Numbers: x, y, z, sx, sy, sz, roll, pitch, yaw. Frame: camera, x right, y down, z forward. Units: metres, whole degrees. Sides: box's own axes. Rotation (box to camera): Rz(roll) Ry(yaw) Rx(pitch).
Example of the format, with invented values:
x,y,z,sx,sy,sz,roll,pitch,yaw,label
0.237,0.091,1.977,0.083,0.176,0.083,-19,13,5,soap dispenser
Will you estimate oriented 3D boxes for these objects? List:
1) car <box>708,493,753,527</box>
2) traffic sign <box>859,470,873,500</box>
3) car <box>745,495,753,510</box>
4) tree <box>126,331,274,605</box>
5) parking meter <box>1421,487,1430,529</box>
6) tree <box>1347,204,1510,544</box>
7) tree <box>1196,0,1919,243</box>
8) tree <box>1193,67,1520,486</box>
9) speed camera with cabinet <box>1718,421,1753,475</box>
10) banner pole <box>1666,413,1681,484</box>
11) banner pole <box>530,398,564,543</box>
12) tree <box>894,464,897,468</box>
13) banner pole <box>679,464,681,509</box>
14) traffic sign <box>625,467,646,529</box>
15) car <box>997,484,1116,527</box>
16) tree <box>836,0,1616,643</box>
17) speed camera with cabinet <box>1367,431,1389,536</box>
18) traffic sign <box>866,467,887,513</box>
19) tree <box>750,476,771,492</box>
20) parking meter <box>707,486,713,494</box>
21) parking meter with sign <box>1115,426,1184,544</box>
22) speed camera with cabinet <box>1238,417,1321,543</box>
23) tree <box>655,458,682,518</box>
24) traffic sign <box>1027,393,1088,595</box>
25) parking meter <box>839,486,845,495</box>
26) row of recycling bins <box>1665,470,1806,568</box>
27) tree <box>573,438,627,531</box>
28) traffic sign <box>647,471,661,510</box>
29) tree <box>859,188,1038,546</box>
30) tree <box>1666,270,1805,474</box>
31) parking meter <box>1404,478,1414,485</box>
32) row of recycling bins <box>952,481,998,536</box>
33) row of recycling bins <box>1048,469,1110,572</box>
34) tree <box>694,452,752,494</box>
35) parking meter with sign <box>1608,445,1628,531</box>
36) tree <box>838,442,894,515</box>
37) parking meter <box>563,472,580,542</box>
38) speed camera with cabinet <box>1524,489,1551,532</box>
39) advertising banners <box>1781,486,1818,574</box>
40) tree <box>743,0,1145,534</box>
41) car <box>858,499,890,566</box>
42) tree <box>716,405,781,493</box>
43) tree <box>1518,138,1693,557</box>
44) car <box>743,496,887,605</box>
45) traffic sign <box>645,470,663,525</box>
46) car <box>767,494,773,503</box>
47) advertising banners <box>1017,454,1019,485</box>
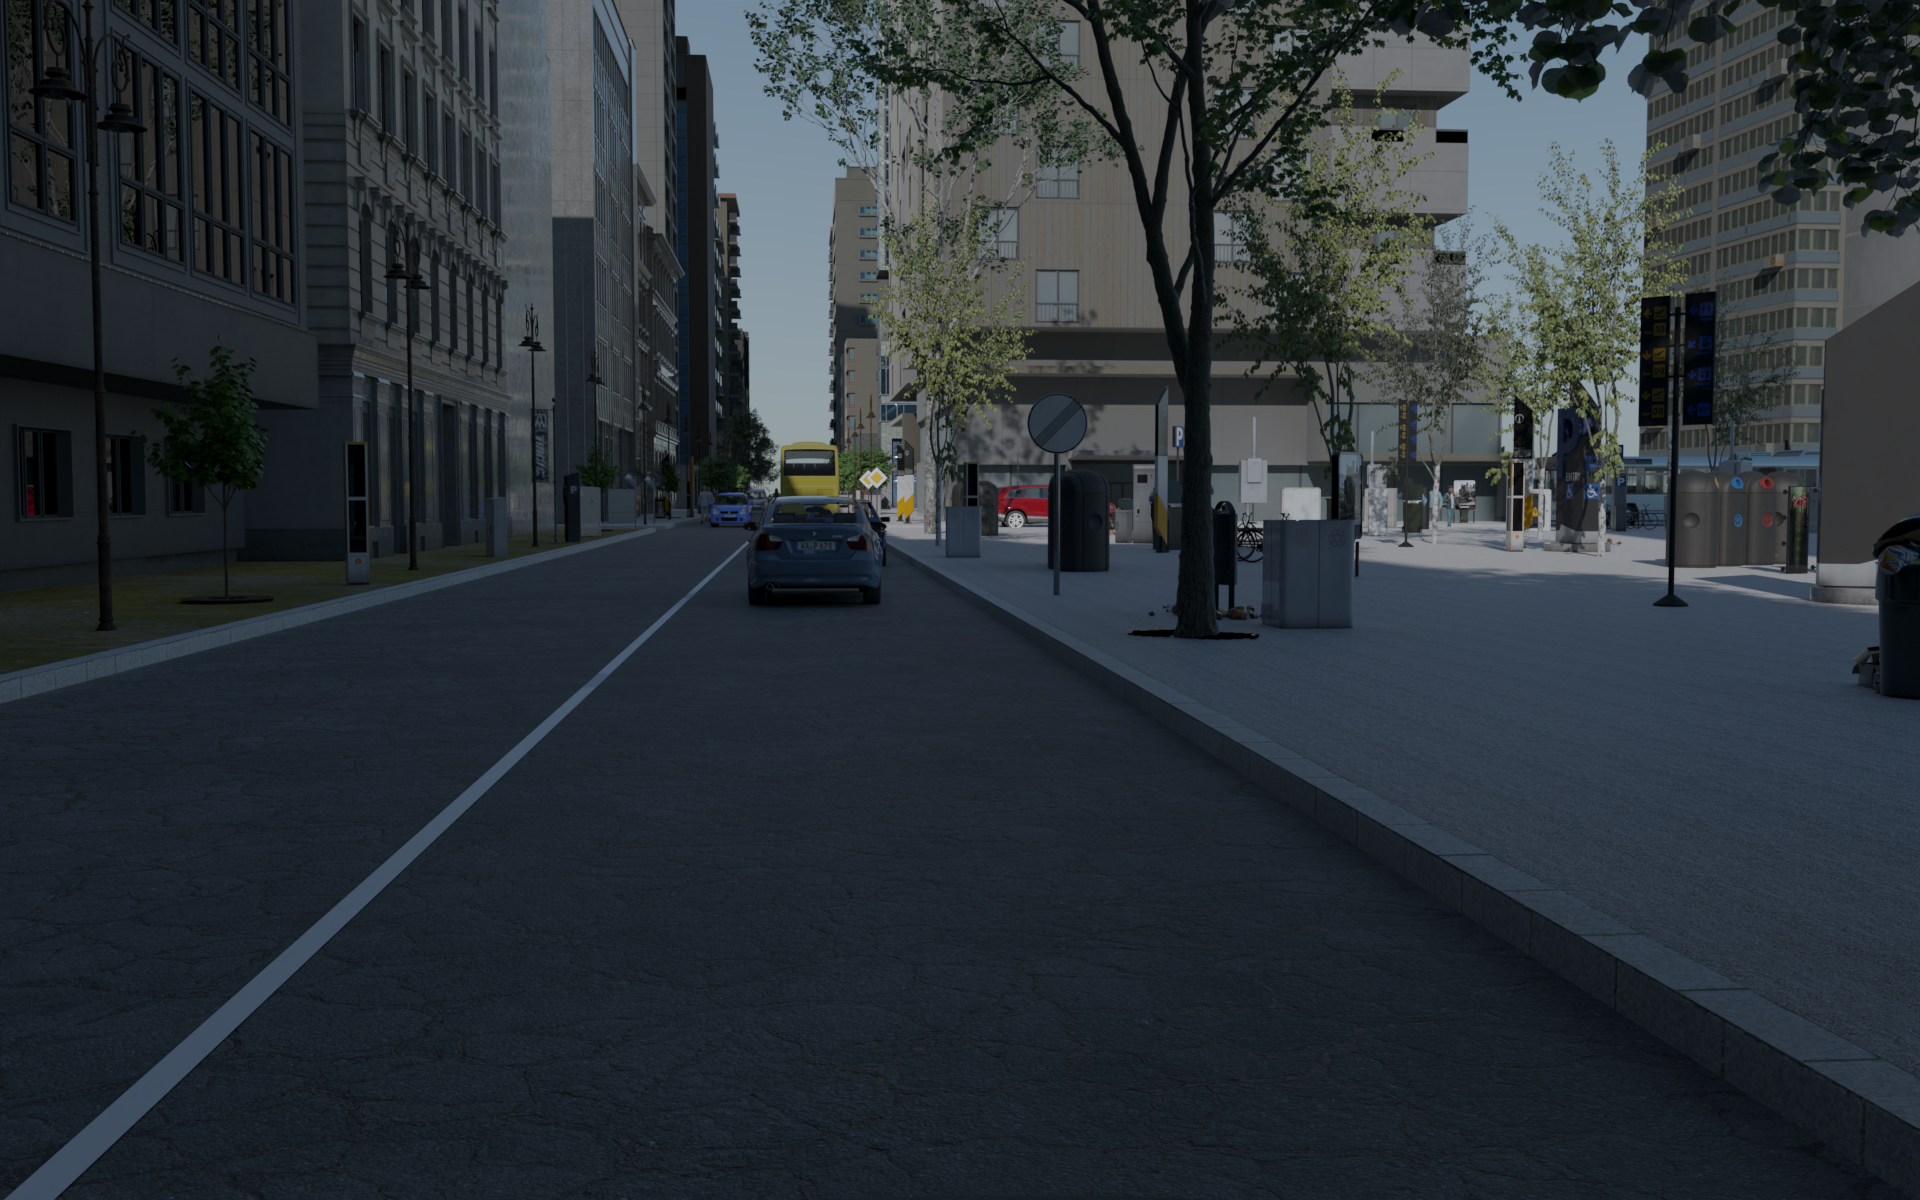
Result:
x,y,z,sx,sy,sz,roll,pitch,yaw,label
-10.012,-4.051,75.832,1.945,1.707,3.694,0,4,-5,car
-3.836,-4.218,72.610,0.795,2.450,0.064,0,4,-5,traffic sign
-13.991,-5.920,108.801,2.014,1.417,4.499,0,4,-5,car
-8.712,-1.593,20.651,1.663,3.219,1.824,0,3,0,tree
16.877,-3.337,62.967,0.372,1.533,0.369,0,3,0,parking meter
12.245,-5.772,44.733,4.360,8.622,3.978,0,3,0,tree
3.559,-5.961,4.126,9.857,13.997,8.962,0,3,0,tree
6.151,-4.820,29.178,4.737,8.622,4.395,0,3,0,tree
21.376,-3.182,46.365,0.660,3.252,2.038,-2,4,-32,speed camera with cabinet
21.847,-3.855,53.051,0.863,3.779,0.401,-3,5,-40,banner pole
-10.722,-3.357,44.898,0.863,3.779,0.401,-2,4,-31,banner pole
-7.739,-8.912,129.419,4.285,4.588,4.351,0,3,0,tree
-23.602,-9.538,145.957,0.401,3.779,0.863,-1,4,-19,banner pole
-11.962,-3.683,63.866,0.795,2.450,0.064,0,4,-5,traffic sign
3.595,-3.679,68.816,5.304,1.827,2.281,0,4,-5,car
1.944,-5.468,15.150,9.928,11.665,9.643,0,3,0,tree
12.960,-3.631,53.696,0.660,3.252,2.038,1,4,13,speed camera with cabinet
-3.104,-3.732,64.658,0.795,2.450,0.064,0,4,-5,traffic sign
-34.803,-21.709,305.298,4.360,8.622,3.978,0,3,0,tree
-17.261,-6.976,119.773,0.399,1.863,0.255,0,4,-1,parking meter
4.872,-2.974,44.889,1.738,3.016,0.543,2,4,30,parking meter with sign
8.261,-3.086,44.786,2.038,3.252,0.660,0,4,2,speed camera with cabinet
-15.404,-5.981,92.391,1.663,3.219,1.824,0,3,0,tree
1.227,-1.334,21.912,0.768,2.556,0.104,0,4,-2,traffic sign
-8.549,-7.336,125.647,0.399,1.863,0.255,3,5,43,parking meter
13.898,-1.466,31.085,3.534,1.692,1.069,-2,4,-34,row of recycling bins
-12.636,-3.995,59.923,1.663,3.219,1.824,0,3,0,tree
-13.494,-4.546,76.464,0.606,2.300,0.079,0,4,-3,traffic sign
-0.294,-5.650,42.734,4.737,8.622,4.395,0,3,0,tree
24.839,-6.495,56.553,4.360,8.622,3.978,0,3,0,tree
16.454,-3.535,63.501,0.255,1.863,0.399,3,4,37,parking meter
0.417,-2.889,54.352,1.069,1.692,3.534,-1,4,-12,row of recycling bins
2.000,-1.407,30.112,1.069,1.692,3.534,0,4,0,row of recycling bins
-19.038,-9.196,134.073,4.285,4.588,4.351,0,3,0,tree
22.870,-3.908,60.159,0.543,3.016,1.738,1,4,12,parking meter with sign
-7.008,-7.943,113.587,4.285,4.588,4.351,0,3,0,tree
-10.358,-2.476,46.188,0.399,1.863,0.255,-2,4,-34,parking meter
19.940,-3.922,58.454,2.038,3.252,0.660,0,4,5,speed camera with cabinet
14.110,-1.948,28.031,2.074,3.025,0.090,-2,4,-23,advertising banners
0.507,-12.168,54.838,12.611,20.169,13.585,0,3,0,tree
-2.402,-1.417,35.747,1.945,1.354,3.894,0,4,-4,car
-27.453,-18.686,222.530,9.611,12.733,9.660,0,3,0,tree
12.890,-5.187,35.167,4.737,8.622,4.395,0,3,0,tree
-1.991,-0.721,23.786,2.014,1.417,4.499,0,4,-5,car
-12.695,-4.170,71.817,0.795,2.450,0.064,0,4,-5,traffic sign
-25.512,-13.958,237.250,2.155,1.783,4.494,0,4,-7,car
2.458,-4.784,74.409,0.090,3.025,2.074,0,4,4,advertising banners
